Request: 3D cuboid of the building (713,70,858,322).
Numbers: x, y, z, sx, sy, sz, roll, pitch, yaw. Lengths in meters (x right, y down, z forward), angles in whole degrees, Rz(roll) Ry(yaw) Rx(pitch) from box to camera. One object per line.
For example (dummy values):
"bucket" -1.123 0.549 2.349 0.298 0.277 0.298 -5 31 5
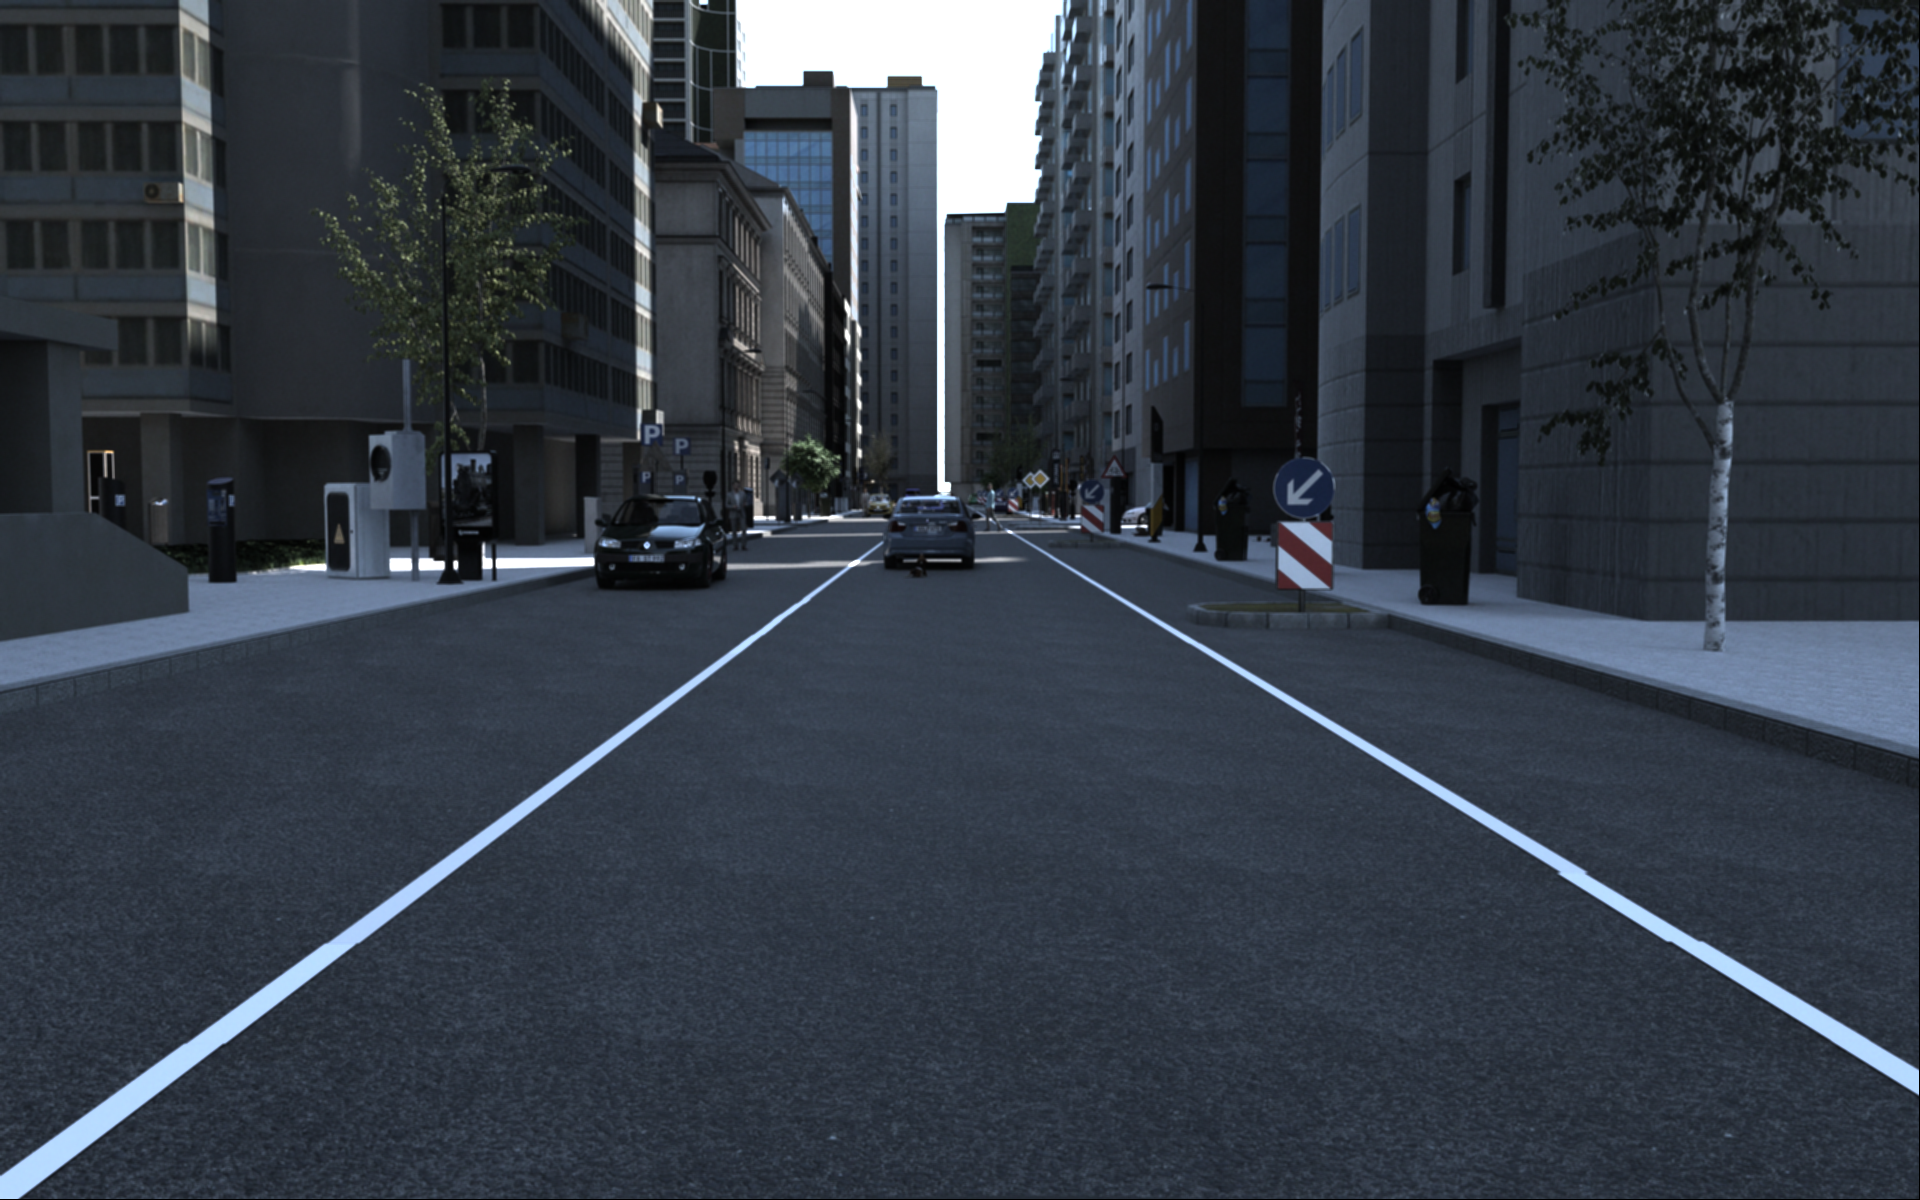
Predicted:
"building" -18.317 -32.874 187.602 14.600 45.320 14.200 0 4 0

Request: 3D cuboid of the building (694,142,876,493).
"building" -25.328 -34.259 214.763 28.867 44.769 22.147 0 4 0

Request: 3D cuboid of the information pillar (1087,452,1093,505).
"information pillar" 7.220 -6.421 96.334 0.183 3.616 0.504 -2 4 -35

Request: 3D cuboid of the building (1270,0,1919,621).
"building" 17.318 -29.831 29.740 21.231 58.520 28.212 0 4 0

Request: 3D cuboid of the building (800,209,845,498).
"building" -16.106 -19.156 142.882 12.332 23.373 15.834 0 4 0

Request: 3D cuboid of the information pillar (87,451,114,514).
"information pillar" -14.666 -1.536 29.610 0.304 2.012 0.304 0 4 -1

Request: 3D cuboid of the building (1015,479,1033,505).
"building" 22.715 -31.091 200.226 32.217 40.220 23.993 0 4 0

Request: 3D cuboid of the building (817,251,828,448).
"building" -15.012 -16.880 125.147 9.793 20.994 18.267 0 4 0

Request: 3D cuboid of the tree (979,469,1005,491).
"tree" 4.112 -14.682 223.767 4.285 4.588 4.351 0 3 0

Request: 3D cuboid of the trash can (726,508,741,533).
"trash can" -7.565 -2.830 57.927 0.748 1.137 0.748 0 3 0

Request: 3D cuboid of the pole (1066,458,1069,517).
"pole" 6.103 -6.388 98.290 0.158 3.312 0.155 0 3 0

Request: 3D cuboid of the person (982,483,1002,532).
"person" 1.215 -3.498 65.549 0.748 1.841 0.638 1 4 9

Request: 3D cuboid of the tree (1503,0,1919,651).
"tree" 6.320 -3.901 14.147 4.360 8.622 3.978 0 3 0

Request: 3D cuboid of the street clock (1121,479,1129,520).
"street clock" 8.016 -4.916 84.941 0.471 2.002 0.358 1 4 19

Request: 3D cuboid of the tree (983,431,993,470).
"tree" 4.428 -14.379 185.456 4.737 8.622 4.395 0 3 0

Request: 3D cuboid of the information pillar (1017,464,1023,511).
"information pillar" 4.540 -8.587 131.745 0.504 3.616 0.183 2 4 34

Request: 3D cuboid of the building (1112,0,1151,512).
"building" 19.084 -39.770 88.490 20.611 71.187 20.563 0 4 0

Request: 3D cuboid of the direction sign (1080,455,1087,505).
"direction sign" 7.272 -6.680 101.219 0.379 3.537 0.876 -2 4 -32

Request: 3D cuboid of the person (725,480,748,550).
"person" -5.660 -2.166 44.119 0.606 1.804 0.583 -1 4 -21

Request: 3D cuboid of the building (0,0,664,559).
"building" -21.717 -21.964 50.991 23.993 40.220 32.217 0 4 0

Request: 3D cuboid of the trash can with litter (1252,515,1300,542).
"trash can with litter" 8.752 -2.185 46.774 2.233 1.210 1.678 1 4 18

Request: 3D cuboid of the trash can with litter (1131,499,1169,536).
"trash can with litter" 5.783 -2.529 52.739 1.055 1.170 0.624 -2 4 -31

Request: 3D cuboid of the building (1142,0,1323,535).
"building" 14.042 -25.025 59.272 14.600 45.320 14.200 0 4 0

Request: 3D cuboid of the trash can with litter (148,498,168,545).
"trash can with litter" -15.300 -1.390 33.788 1.678 1.210 2.233 1 4 9

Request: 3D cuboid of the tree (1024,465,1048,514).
"tree" 5.329 -7.266 113.405 1.663 3.219 1.824 0 3 0

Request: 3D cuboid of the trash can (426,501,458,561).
"trash can" -9.903 -1.325 33.312 0.748 1.137 0.748 0 3 0

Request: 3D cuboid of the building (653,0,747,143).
"building" -41.544 -49.413 246.147 20.611 71.187 20.563 0 4 0

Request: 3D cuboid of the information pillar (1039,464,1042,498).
"information pillar" 6.224 -8.714 133.824 0.183 3.616 0.504 1 4 13

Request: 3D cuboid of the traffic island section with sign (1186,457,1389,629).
"traffic island section with sign" 3.590 -0.659 19.402 1.989 1.847 2.006 0 4 0

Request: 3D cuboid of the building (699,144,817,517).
"building" -14.607 -15.762 106.853 9.793 20.994 18.267 0 4 0

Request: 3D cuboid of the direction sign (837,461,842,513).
"direction sign" -8.173 -7.682 117.597 0.379 3.537 0.876 1 4 12

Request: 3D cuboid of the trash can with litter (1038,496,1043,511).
"trash can with litter" 6.362 -7.217 129.392 1.055 1.170 0.624 1 4 8

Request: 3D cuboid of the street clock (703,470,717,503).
"street clock" -7.680 -2.977 53.246 0.358 2.002 0.471 -3 4 -37

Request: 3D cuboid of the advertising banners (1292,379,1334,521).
"advertising banners" 5.554 -1.903 27.303 0.090 3.025 2.074 2 4 29

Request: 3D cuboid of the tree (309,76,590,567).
"tree" -8.645 -4.876 30.092 4.737 8.622 4.395 0 3 0

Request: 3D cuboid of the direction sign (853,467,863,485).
"direction sign" -8.607 -9.456 146.607 0.876 3.537 0.379 -1 4 -13

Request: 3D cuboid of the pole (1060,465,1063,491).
"pole" 7.087 -7.767 120.828 0.158 3.312 0.155 0 3 0

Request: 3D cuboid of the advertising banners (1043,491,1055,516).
"advertising banners" 5.354 -6.351 100.031 0.090 3.025 2.074 2 4 32

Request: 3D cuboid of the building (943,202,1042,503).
"building" 4.591 -34.289 244.227 14.086 41.232 14.154 0 4 0

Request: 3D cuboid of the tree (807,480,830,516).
"tree" -8.173 -6.414 99.468 1.663 3.219 1.824 0 3 0

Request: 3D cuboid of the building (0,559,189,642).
"building" -24.427 -19.489 10.532 32.217 40.220 23.993 0 4 0

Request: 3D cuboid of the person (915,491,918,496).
"person" -3.487 -7.819 137.338 0.522 1.701 0.512 0 4 3

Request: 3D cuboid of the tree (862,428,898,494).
"tree" -9.132 -15.217 199.154 4.360 8.622 3.978 0 3 0

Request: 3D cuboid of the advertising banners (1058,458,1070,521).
"advertising banners" 5.067 -5.341 83.517 0.090 3.025 2.074 1 4 16

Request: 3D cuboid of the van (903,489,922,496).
"van" -5.732 -12.627 210.841 2.240 2.365 5.245 0 4 -1

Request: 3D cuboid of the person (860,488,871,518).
"person" -5.602 -5.749 102.778 0.678 1.792 0.850 0 4 3

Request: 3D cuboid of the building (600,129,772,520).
"building" -15.757 -13.667 88.086 10.561 19.102 19.286 0 4 0

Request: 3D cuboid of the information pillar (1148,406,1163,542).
"information pillar" 5.230 -3.349 46.109 0.183 3.616 0.504 3 4 38

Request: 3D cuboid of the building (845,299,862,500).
"building" -24.044 -19.678 166.778 27.650 21.520 28.899 0 4 0

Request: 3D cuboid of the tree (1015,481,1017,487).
"tree" 5.353 -9.024 142.142 1.663 3.219 1.824 0 3 0

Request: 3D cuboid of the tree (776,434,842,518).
"tree" -8.075 -6.611 91.808 4.285 4.588 4.351 0 3 0

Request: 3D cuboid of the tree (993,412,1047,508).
"tree" 5.835 -12.547 155.507 4.737 8.622 4.395 0 3 0

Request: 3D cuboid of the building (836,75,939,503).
"building" -17.137 -43.126 247.105 28.212 58.520 21.231 0 4 0

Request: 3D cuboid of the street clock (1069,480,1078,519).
"street clock" 5.698 -5.080 87.634 0.471 2.002 0.358 3 4 38

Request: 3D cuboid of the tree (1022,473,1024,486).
"tree" 5.816 -8.716 137.115 1.663 3.219 1.824 0 3 0

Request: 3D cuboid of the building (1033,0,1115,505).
"building" 18.845 -33.832 172.755 23.786 49.044 30.456 0 4 0

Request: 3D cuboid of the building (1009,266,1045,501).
"building" 13.182 -27.387 219.471 14.160 30.474 14.107 0 4 0
